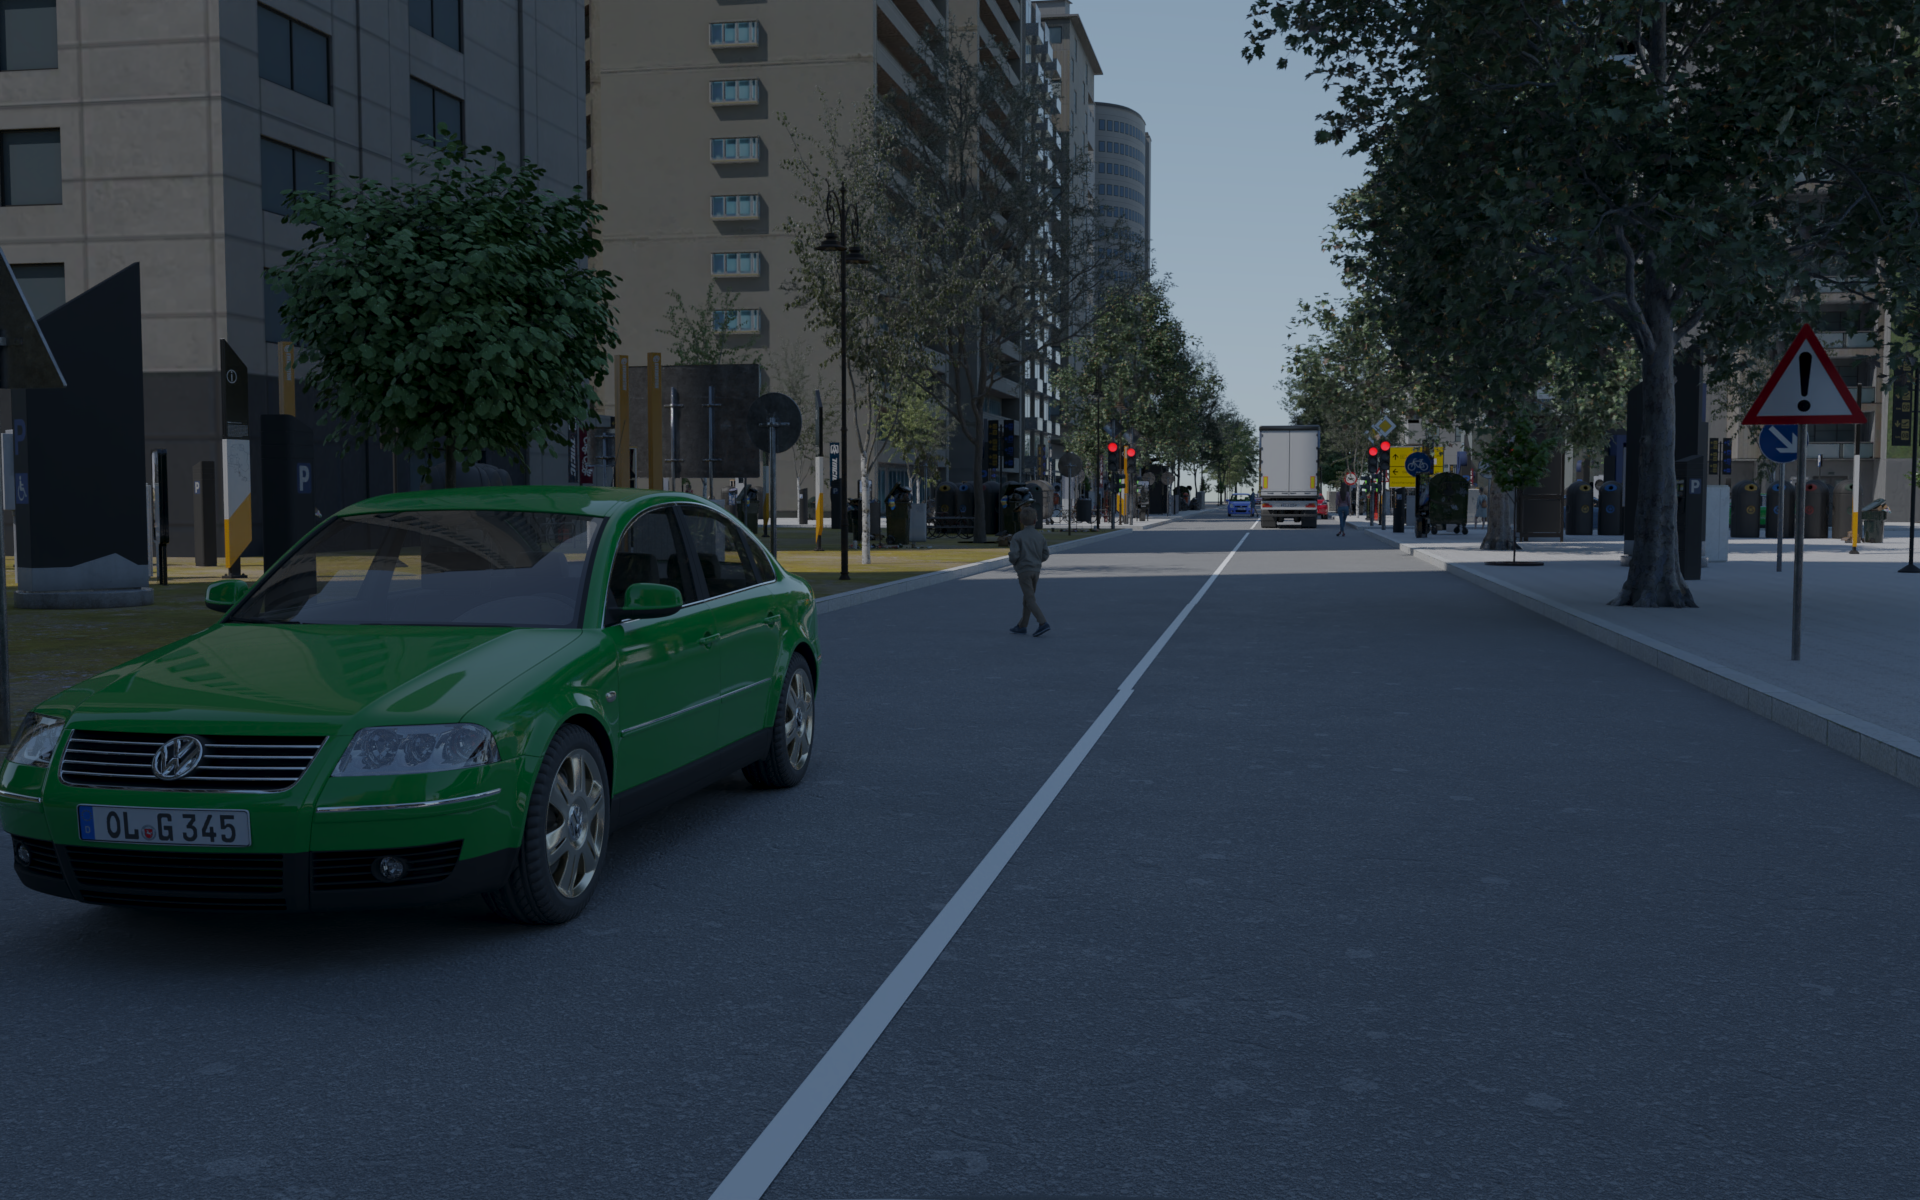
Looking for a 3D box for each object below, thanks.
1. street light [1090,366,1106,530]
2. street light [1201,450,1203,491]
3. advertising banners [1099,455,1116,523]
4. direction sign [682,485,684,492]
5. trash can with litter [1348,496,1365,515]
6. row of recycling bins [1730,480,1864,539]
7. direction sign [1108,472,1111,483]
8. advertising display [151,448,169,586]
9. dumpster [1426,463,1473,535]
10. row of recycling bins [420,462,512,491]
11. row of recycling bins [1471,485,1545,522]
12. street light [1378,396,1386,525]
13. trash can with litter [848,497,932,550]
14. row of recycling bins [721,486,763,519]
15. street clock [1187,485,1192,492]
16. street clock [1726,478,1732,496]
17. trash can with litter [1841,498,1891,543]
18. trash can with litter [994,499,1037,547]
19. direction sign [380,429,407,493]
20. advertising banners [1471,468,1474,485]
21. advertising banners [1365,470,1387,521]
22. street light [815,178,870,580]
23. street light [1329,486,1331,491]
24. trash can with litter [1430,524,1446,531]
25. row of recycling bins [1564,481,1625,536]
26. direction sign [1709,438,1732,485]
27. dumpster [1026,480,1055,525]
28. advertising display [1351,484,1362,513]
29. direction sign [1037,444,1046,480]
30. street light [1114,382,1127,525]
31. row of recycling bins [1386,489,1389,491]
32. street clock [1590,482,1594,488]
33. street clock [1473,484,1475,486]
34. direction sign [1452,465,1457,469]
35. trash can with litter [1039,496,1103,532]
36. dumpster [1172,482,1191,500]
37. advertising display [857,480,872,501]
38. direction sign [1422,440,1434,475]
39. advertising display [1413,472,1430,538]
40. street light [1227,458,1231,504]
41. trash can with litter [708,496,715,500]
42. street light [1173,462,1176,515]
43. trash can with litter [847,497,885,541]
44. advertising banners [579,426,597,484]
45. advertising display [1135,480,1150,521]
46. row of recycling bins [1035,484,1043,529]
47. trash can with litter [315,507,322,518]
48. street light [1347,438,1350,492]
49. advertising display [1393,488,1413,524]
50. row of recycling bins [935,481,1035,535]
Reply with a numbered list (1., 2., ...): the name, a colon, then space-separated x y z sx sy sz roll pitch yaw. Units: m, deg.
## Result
1. street light: 4.996 -5.490 62.543 0.468 5.910 1.993 1 4 10
2. street light: 20.684 -10.701 147.747 0.468 5.910 1.993 1 4 10
3. advertising banners: 6.610 -5.020 78.265 0.090 3.025 2.074 1 4 23
4. direction sign: -10.311 -4.425 64.350 0.876 3.537 0.379 -2 4 -32
5. trash can with litter: 23.866 -5.688 104.384 1.055 1.170 0.624 -1 4 -8
6. row of recycling bins: 24.288 -2.643 50.333 3.534 1.692 1.069 2 4 34
7. direction sign: 10.784 -7.996 122.729 0.379 3.537 0.876 -2 4 -34
8. advertising display: -11.344 -1.184 24.571 0.123 1.923 0.974 -2 4 -30
9. dumpster: 15.502 -3.227 55.253 1.502 2.255 1.985 1 4 10
10. row of recycling bins: -6.496 -0.976 23.068 1.069 1.692 3.534 -1 4 -9
11. row of recycling bins: 24.988 -4.467 80.147 3.534 1.692 1.069 0 4 0
12. street light: 17.299 -6.015 71.133 0.468 5.910 1.993 1 4 10
13. trash can with litter: -1.734 -1.823 40.869 2.233 1.210 1.678 -1 4 -9
14. row of recycling bins: -10.948 -4.902 87.257 1.069 1.692 3.534 2 4 25
15. street clock: 19.039 -8.527 143.979 0.471 2.002 0.358 3 4 37
16. street clock: 35.023 -4.551 78.984 0.358 2.002 0.471 2 4 24
17. trash can with litter: 23.629 -2.066 45.173 1.055 1.170 0.624 0 4 0
18. trash can with litter: 1.342 -1.883 42.180 1.055 1.170 0.624 2 4 26
19. direction sign: -9.884 -2.343 30.297 0.379 3.537 0.876 1 4 13
20. advertising banners: 35.143 -7.376 116.786 2.074 3.025 0.090 1 4 19
21. advertising banners: 19.870 -5.285 82.604 0.090 3.025 2.074 -1 4 -15
22. street light: -1.728 -3.240 25.768 0.468 5.910 1.993 1 4 10
23. street light: 30.998 -10.556 145.386 0.468 5.910 1.993 1 4 10
24. trash can with litter: 16.985 -3.022 60.803 1.055 1.170 0.624 -2 4 -32
25. row of recycling bins: 20.616 -2.847 53.667 3.534 1.692 1.069 2 4 26
26. direction sign: 30.613 -4.758 69.794 0.876 3.537 0.379 0 4 3
27. dumpster: 3.237 -4.057 72.098 1.264 1.857 1.865 1 4 10
28. advertising display: 26.436 -6.777 116.020 0.974 1.923 0.123 1 4 12
29. direction sign: 3.714 -5.320 78.981 0.379 3.537 0.876 2 4 26
30. street light: 6.637 -6.038 71.509 0.468 5.910 1.993 1 4 10
31. row of recycling bins: 29.196 -6.886 119.694 1.069 1.692 3.534 1 4 15
32. street clock: 36.697 -5.893 100.924 0.471 2.002 0.358 -2 4 -30
33. street clock: 35.845 -7.143 121.361 0.358 2.002 0.471 -3 5 -43
34. direction sign: 38.028 -8.640 133.268 0.876 3.537 0.379 1 4 12
35. trash can with litter: 3.822 -2.925 58.880 2.233 1.210 1.678 0 4 4
36. dumpster: 18.048 -8.496 141.407 1.502 2.255 1.985 1 4 10
37. advertising display: -4.264 -4.429 77.620 0.123 1.923 0.974 2 4 32
38. direction sign: 19.418 -4.888 71.922 0.379 3.537 0.876 -1 4 -17
39. advertising display: 13.543 -2.784 50.730 0.123 1.923 0.974 2 4 32
40. street light: 35.583 -15.646 228.592 0.468 5.910 1.993 1 4 10
41. trash can with litter: -11.857 -4.268 80.841 1.678 1.210 2.233 1 4 20
42. street light: 13.429 -8.283 108.222 0.468 5.910 1.993 1 4 10
43. trash can with litter: -2.597 -2.227 47.798 0.624 1.170 1.055 3 5 40
44. advertising banners: -10.373 -2.995 45.153 2.074 3.025 0.090 1 4 17
45. advertising display: 8.577 -4.660 81.408 0.123 1.923 0.974 3 5 42
46. row of recycling bins: 1.275 -3.452 63.549 3.534 1.692 1.069 0 4 -8
47. trash can with litter: -13.839 -1.504 35.977 0.624 1.170 1.055 1 4 23
48. street light: 23.945 -8.206 106.952 0.468 5.910 1.993 1 4 10
49. advertising display: 18.959 -4.202 73.919 0.974 1.923 0.123 -1 4 -13
50. row of recycling bins: 0.619 -2.960 55.501 3.534 1.692 1.069 3 5 41
